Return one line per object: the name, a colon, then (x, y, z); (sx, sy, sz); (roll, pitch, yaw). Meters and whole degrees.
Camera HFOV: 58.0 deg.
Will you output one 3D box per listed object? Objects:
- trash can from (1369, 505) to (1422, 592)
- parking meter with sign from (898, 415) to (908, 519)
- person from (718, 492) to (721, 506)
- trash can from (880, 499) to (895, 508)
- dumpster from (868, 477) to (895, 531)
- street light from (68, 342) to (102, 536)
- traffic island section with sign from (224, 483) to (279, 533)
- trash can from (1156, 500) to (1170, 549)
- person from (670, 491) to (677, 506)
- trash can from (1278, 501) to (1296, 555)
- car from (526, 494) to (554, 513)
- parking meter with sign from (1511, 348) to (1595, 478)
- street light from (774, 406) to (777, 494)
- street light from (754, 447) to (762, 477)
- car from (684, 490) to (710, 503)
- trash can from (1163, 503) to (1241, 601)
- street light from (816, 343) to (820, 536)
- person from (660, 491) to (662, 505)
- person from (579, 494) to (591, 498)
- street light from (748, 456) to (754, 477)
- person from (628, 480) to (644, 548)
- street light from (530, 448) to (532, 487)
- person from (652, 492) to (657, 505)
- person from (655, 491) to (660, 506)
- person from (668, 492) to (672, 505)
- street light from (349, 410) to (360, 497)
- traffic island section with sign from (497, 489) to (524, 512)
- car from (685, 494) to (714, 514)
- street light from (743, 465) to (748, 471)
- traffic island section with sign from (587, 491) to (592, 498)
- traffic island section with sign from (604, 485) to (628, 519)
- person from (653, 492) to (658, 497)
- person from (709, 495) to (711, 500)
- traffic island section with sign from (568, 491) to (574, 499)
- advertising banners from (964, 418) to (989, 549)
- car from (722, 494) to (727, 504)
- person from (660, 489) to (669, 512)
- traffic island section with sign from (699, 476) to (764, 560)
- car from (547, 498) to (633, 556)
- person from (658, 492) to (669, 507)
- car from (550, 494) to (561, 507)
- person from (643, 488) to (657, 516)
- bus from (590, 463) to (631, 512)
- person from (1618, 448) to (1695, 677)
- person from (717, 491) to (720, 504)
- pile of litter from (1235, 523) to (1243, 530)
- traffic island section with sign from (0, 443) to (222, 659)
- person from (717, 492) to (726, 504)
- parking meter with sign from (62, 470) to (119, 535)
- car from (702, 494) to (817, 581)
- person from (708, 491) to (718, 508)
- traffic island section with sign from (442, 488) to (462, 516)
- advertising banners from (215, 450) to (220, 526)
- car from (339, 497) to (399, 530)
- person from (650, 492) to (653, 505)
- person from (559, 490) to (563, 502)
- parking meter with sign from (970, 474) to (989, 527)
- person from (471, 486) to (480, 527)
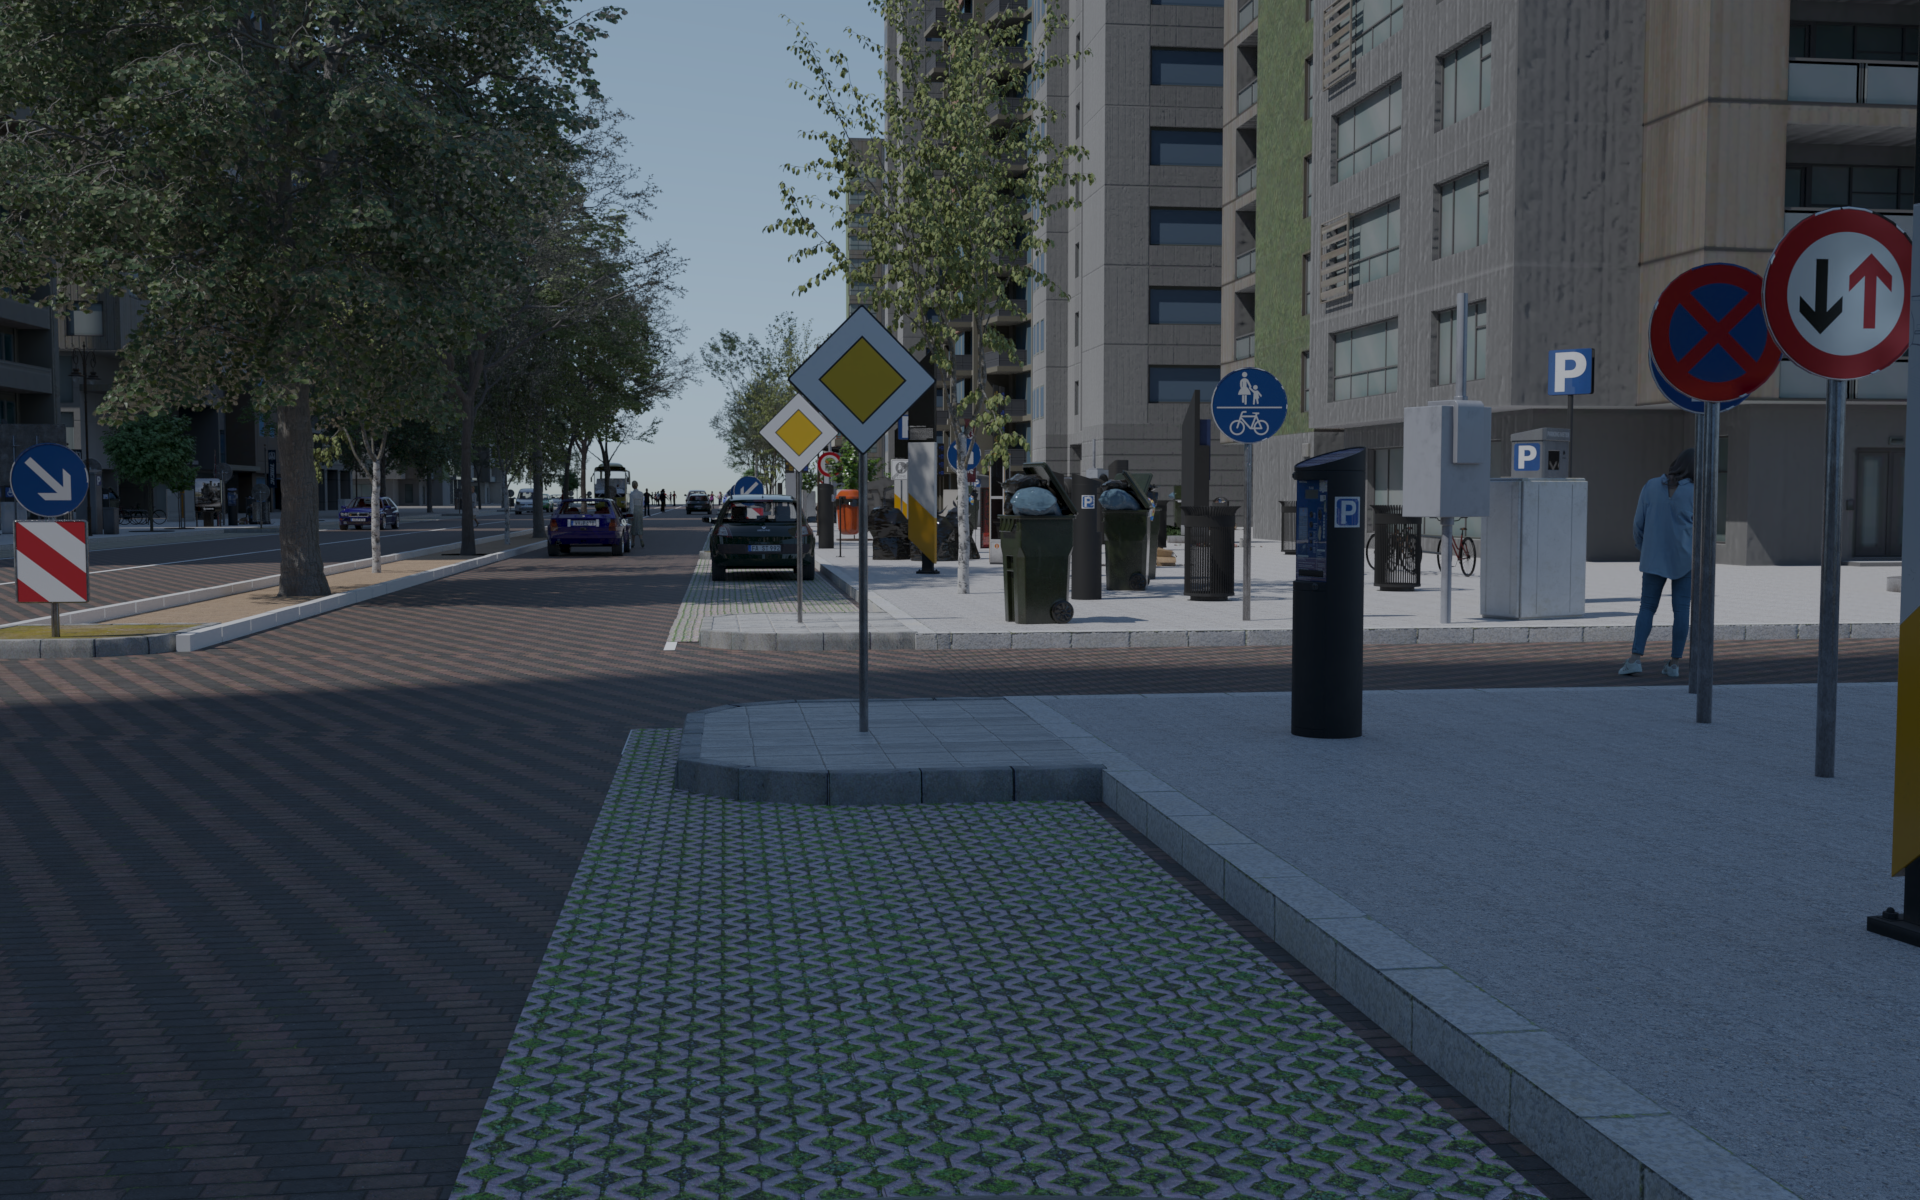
trash can: (5.801, -0.691, 22.951); (0.748, 1.137, 0.748); (0, 3, 0)
parking meter with sign: (-0.896, -2.510, 37.295); (0.543, 3.016, 1.738); (-1, 4, -14)
person: (-29.595, -12.477, 213.430); (0.436, 1.711, 0.756); (-1, 4, -16)
trash can: (-2.191, -2.666, 55.235); (0.748, 1.137, 0.748); (0, 3, 0)
dumpster: (-2.714, -3.232, 58.601); (1.264, 1.857, 1.865); (0, 4, -8)
street light: (-26.530, -4.883, 52.622); (0.468, 5.910, 1.993); (0, 4, -8)
traffic island section with sign: (-26.038, -3.405, 64.295); (1.989, 1.847, 2.006); (0, 4, -8)
trash can: (4.412, -1.704, 39.514); (0.748, 1.137, 0.748); (0, 3, 0)
person: (-33.546, -11.906, 203.104); (0.705, 1.831, 1.348); (2, 4, 24)
trash can: (7.103, -1.528, 36.643); (0.748, 1.137, 0.748); (0, 3, 0)
car: (-32.847, -7.746, 135.437); (1.959, 1.807, 4.718); (0, 4, -7)
parking meter with sign: (6.774, -1.471, 20.320); (0.543, 3.016, 1.738); (3, 5, 44)
street light: (-9.700, -7.238, 91.122); (0.468, 5.910, 1.993); (0, 4, -8)
street light: (-14.912, -9.582, 129.461); (0.468, 5.910, 1.993); (0, 4, -8)
car: (-23.323, -8.868, 153.656); (2.281, 1.827, 5.304); (-1, 4, -9)
trash can: (3.007, -0.564, 20.881); (0.748, 1.137, 0.748); (0, 3, 0)
street light: (-4.359, -4.921, 53.246); (0.468, 5.910, 1.993); (0, 4, -8)
person: (-24.532, -8.180, 142.924); (0.721, 1.739, 1.217); (0, 4, 2)
person: (-32.041, -8.482, 148.009); (1.217, 1.723, 0.721); (-1, 4, -22)
street light: (-19.949, -11.902, 167.378); (0.468, 5.910, 1.993); (0, 4, -8)
person: (-8.621, -2.294, 46.241); (0.478, 1.798, 0.641); (-2, 4, -31)
street light: (-42.869, -12.244, 172.975); (0.468, 5.910, 1.993); (0, 4, -8)
person: (-38.906, -12.966, 221.181); (1.217, 1.739, 0.721); (0, 4, -2)
person: (-36.405, -12.262, 208.964); (0.705, 1.826, 1.348); (1, 4, 18)
person: (-39.089, -13.729, 233.648); (1.217, 1.739, 0.721); (2, 4, 32)
street light: (-31.730, -7.229, 90.980); (0.468, 5.910, 1.993); (0, 4, -8)
traffic island section with sign: (-36.325, -8.036, 140.017); (1.989, 1.847, 2.006); (0, 4, -8)
car: (-18.534, -6.929, 123.079); (2.009, 1.686, 4.222); (0, 4, -6)
street light: (-25.814, -14.566, 210.934); (0.468, 5.910, 1.993); (0, 4, -8)
traffic island section with sign: (-47.512, -13.071, 222.337); (1.989, 1.847, 2.006); (0, 4, -8)
traffic island section with sign: (-18.304, -5.038, 90.505); (2.006, 1.907, 1.989); (0, 4, -8)
person: (-41.177, -13.839, 235.499); (1.217, 1.736, 0.721); (-2, 4, -25)
person: (-26.801, -10.655, 185.940); (0.599, 1.433, 0.991); (2, 4, 29)
traffic island section with sign: (-43.883, -11.437, 195.626); (1.989, 1.847, 2.006); (0, 4, -8)
advertising banners: (0.628, -2.729, 40.812); (0.090, 3.025, 2.074); (2, 4, 31)
car: (-30.966, -13.619, 232.266); (1.945, 1.707, 3.694); (-1, 4, -9)
person: (-23.278, -7.821, 135.997); (0.705, 1.869, 1.348); (-3, 5, -40)
traffic island section with sign: (-4.789, -1.821, 38.405); (1.989, 1.847, 2.006); (0, 4, -8)
car: (-8.820, -1.761, 41.373); (1.945, 1.354, 3.894); (0, 4, -7)
person: (-31.637, -10.809, 185.172); (1.348, 1.831, 0.705); (1, 4, 21)
car: (-40.969, -10.027, 175.949); (2.014, 1.417, 4.499); (0, 4, -7)
person: (-20.387, -6.381, 112.845); (1.348, 1.821, 0.705); (-2, 4, -32)
bus: (-27.894, -9.023, 139.077); (2.896, 3.916, 12.252); (-1, 4, -9)
person: (5.555, -0.297, 13.623); (0.793, 1.790, 0.793); (0, 4, -4)
person: (-32.925, -14.010, 237.707); (1.348, 1.807, 0.705); (3, 5, 45)
pile of litter: (9.391, -2.927, 61.824); (1.719, 0.858, 1.176); (1, 4, 16)
traffic island section with sign: (-8.176, -0.484, 16.049); (2.006, 1.907, 1.989); (0, 4, -8)
person: (-30.082, -12.765, 217.925); (1.217, 1.735, 0.721); (0, 4, -6)
parking meter with sign: (-27.625, -3.586, 54.891); (1.738, 3.016, 0.543); (0, 4, -2)
car: (-3.441, -1.229, 29.883); (2.009, 1.686, 4.222); (0, 4, -8)
person: (-24.578, -9.969, 172.171); (1.217, 1.739, 0.721); (2, 4, 25)
traffic island section with sign: (-32.633, -6.377, 112.889); (1.989, 1.847, 2.006); (0, 4, -8)
advertising banners: (-29.623, -4.456, 69.049); (0.090, 3.025, 2.074); (-1, 4, -20)
car: (-23.857, -3.509, 69.957); (1.945, 1.354, 3.894); (0, 4, -6)
person: (-40.605, -13.382, 228.005); (0.721, 1.735, 1.217); (-1, 4, -20)
person: (-35.293, -8.888, 153.783); (0.705, 1.831, 1.348); (0, 4, 6)
parking meter with sign: (0.862, -4.346, 67.313); (0.543, 3.016, 1.738); (2, 4, 33)
person: (-21.134, -4.064, 75.299); (0.624, 1.780, 0.694); (-2, 4, -35)
